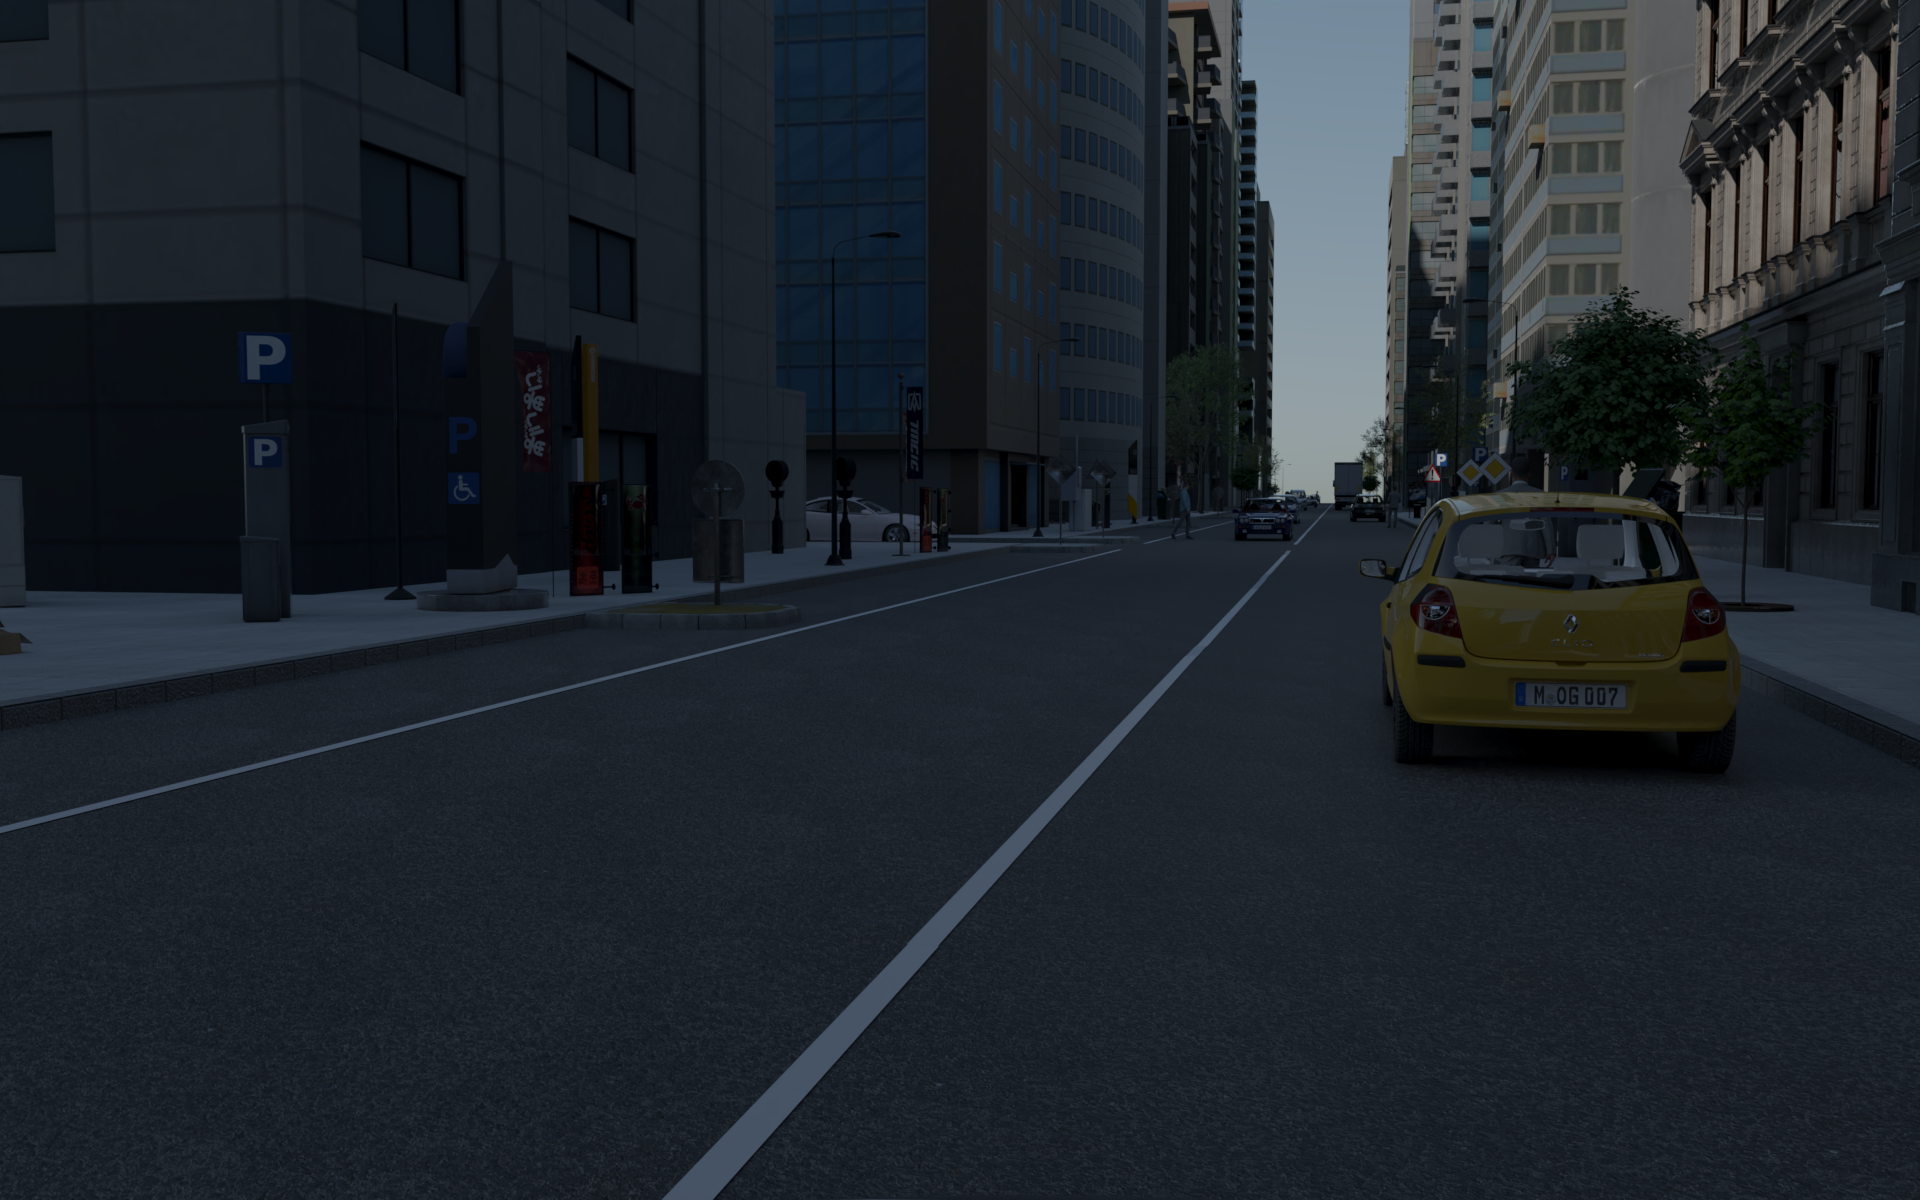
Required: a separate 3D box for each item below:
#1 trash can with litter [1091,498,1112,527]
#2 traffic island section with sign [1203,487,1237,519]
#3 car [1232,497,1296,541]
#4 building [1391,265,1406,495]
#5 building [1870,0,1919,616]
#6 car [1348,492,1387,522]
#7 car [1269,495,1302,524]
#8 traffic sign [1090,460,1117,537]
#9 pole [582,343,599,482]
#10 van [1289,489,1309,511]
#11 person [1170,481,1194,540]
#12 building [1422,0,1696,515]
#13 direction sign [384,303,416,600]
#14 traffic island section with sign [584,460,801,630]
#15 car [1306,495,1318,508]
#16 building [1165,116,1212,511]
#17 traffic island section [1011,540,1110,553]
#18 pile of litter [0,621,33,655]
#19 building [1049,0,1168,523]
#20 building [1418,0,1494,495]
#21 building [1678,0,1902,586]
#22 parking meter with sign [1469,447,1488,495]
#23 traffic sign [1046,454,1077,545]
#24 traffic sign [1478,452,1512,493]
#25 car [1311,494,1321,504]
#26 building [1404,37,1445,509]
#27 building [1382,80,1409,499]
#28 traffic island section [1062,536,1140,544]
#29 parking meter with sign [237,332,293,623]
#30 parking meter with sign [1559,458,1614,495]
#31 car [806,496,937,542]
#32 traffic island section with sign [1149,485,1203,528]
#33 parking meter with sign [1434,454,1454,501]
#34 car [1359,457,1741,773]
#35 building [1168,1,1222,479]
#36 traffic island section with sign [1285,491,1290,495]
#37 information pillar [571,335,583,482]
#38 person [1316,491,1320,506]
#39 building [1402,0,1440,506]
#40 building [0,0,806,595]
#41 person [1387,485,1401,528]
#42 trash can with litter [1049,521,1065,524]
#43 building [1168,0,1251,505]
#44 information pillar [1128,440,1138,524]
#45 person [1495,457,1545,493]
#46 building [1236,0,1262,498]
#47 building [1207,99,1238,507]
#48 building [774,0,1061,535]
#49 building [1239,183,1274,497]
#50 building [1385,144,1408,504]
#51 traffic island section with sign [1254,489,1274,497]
[{"bbox_3d":[5.424,-3.468,68.086,1.055,1.170,0.624,-1,4,-19],"label":"trash can with litter"},{"bbox_3d":[14.970,-5.594,100.085,1.989,1.847,2.006,1,4,12],"label":"traffic island section with sign"},{"bbox_3d":[9.551,-2.552,54.311,1.945,1.354,3.894,1,4,12],"label":"car"},{"bbox_3d":[61.603,-27.277,217.676,14.160,30.474,14.107,1,4,12],"label":"building"},{"bbox_3d":[13.143,-9.814,9.611,9.793,20.994,18.267,1,4,12],"label":"building"},{"bbox_3d":[21.244,-4.919,90.207,2.009,1.686,4.222,1,4,10],"label":"car"},{"bbox_3d":[15.663,-4.427,84.388,2.014,1.417,4.499,1,4,14],"label":"car"},{"bbox_3d":[4.254,-2.916,51.323,0.795,2.450,0.064,1,4,12],"label":"traffic sign"},{"bbox_3d":[-5.027,-1.821,23.612,0.158,3.312,0.155,0,3,0],"label":"pole"},{"bbox_3d":[29.552,-8.846,151.635,2.013,2.044,4.112,1,4,11],"label":"van"},{"bbox_3d":[7.028,-2.826,54.561,0.748,1.841,0.638,1,4,21],"label":"person"},{"bbox_3d":[43.997,-24.974,100.199,32.217,40.220,23.993,1,4,12],"label":"building"},{"bbox_3d":[-6.820,-1.774,21.001,0.379,3.537,0.876,-1,4,-20],"label":"direction sign"},{"bbox_3d":[-2.856,-0.649,19.238,1.989,1.847,2.006,1,4,12],"label":"traffic island section with sign"},{"bbox_3d":[36.770,-10.400,182.612,1.945,1.354,3.894,1,4,12],"label":"car"},{"bbox_3d":[11.769,-22.139,133.679,14.160,30.474,14.107,1,4,12],"label":"building"},{"bbox_3d":[2.510,-1.303,43.592,2.009,0.180,2.903,1,4,12],"label":"traffic island section"},{"bbox_3d":[-8.086,0.003,13.921,1.176,0.858,1.719,0,4,-5],"label":"pile of litter"},{"bbox_3d":[-1.101,-33.493,89.611,21.231,58.520,28.212,1,4,12],"label":"building"},{"bbox_3d":[48.495,-31.494,134.533,23.786,49.044,30.456,1,4,12],"label":"building"},{"bbox_3d":[18.449,-9.978,27.770,10.561,19.102,19.286,1,4,12],"label":"building"},{"bbox_3d":[19.379,-4.203,64.986,0.543,3.016,1.738,1,4,8],"label":"parking meter with sign"},{"bbox_3d":[2.535,-2.439,43.525,0.795,2.450,0.064,1,4,12],"label":"traffic sign"},{"bbox_3d":[12.730,-2.301,41.265,0.795,2.450,0.064,1,4,12],"label":"traffic sign"},{"bbox_3d":[53.967,-15.383,263.506,2.014,1.417,4.499,1,4,12],"label":"car"},{"bbox_3d":[47.924,-28.995,157.657,14.154,41.232,14.086,1,4,12],"label":"building"},{"bbox_3d":[75.454,-57.846,258.454,22.319,86.520,31.000,1,4,12],"label":"building"},{"bbox_3d":[4.229,-1.780,51.390,2.009,0.180,2.903,1,4,12],"label":"traffic island section"},{"bbox_3d":[-7.236,-1.331,18.021,0.543,3.016,1.738,-1,4,-19],"label":"parking meter with sign"},{"bbox_3d":[12.551,-2.381,35.186,1.738,3.016,0.543,-1,4,-12],"label":"parking meter with sign"},{"bbox_3d":[-2.950,-2.155,47.600,4.827,1.381,2.083,1,4,12],"label":"car"},{"bbox_3d":[9.093,-3.962,73.413,1.989,1.847,2.006,1,4,12],"label":"traffic island section with sign"},{"bbox_3d":[20.820,-4.738,73.732,0.543,3.016,1.738,-1,4,-10],"label":"parking meter with sign"},{"bbox_3d":[3.440,-0.013,10.441,2.015,1.641,3.980,1,4,12],"label":"car"},{"bbox_3d":[11.672,-30.618,155.225,22.147,44.769,28.867,1,4,12],"label":"building"},{"bbox_3d":[49.286,-15.119,255.826,1.989,1.847,2.006,1,4,12],"label":"traffic island section with sign"},{"bbox_3d":[-5.683,-2.104,25.748,0.183,3.616,0.504,-1,4,-22],"label":"information pillar"},{"bbox_3d":[43.295,-12.317,209.867,0.705,1.826,1.348,0,4,-5],"label":"person"},{"bbox_3d":[56.477,-38.846,177.135,21.231,58.520,28.212,1,4,12],"label":"building"},{"bbox_3d":[-15.967,-36.312,31.952,20.611,71.187,20.563,1,4,12],"label":"building"},{"bbox_3d":[18.495,-3.990,73.937,0.606,1.804,0.583,0,4,-8],"label":"person"},{"bbox_3d":[3.853,-3.884,74.556,2.233,1.210,1.678,2,4,31],"label":"trash can with litter"},{"bbox_3d":[26.928,-47.854,220.667,20.563,71.187,20.611,1,4,12],"label":"building"},{"bbox_3d":[7.420,-5.072,74.280,0.504,3.616,0.183,-3,4,-39],"label":"information pillar"},{"bbox_3d":[5.401,-0.488,16.753,0.678,1.792,0.850,1,4,16],"label":"person"},{"bbox_3d":[32.144,-57.049,245.427,22.319,86.520,31.000,1,4,12],"label":"building"},{"bbox_3d":[20.189,-30.092,175.605,14.154,41.232,14.086,1,4,12],"label":"building"},{"bbox_3d":[-4.381,-25.124,60.885,14.600,45.320,14.200,1,4,12],"label":"building"},{"bbox_3d":[37.989,-39.668,272.278,21.300,48.544,21.600,1,4,12],"label":"building"},{"bbox_3d":[68.792,-37.314,233.792,21.300,48.544,21.600,1,4,12],"label":"building"},{"bbox_3d":[25.534,-8.525,148.015,1.989,1.847,2.006,1,4,12],"label":"traffic island section with sign"}]
